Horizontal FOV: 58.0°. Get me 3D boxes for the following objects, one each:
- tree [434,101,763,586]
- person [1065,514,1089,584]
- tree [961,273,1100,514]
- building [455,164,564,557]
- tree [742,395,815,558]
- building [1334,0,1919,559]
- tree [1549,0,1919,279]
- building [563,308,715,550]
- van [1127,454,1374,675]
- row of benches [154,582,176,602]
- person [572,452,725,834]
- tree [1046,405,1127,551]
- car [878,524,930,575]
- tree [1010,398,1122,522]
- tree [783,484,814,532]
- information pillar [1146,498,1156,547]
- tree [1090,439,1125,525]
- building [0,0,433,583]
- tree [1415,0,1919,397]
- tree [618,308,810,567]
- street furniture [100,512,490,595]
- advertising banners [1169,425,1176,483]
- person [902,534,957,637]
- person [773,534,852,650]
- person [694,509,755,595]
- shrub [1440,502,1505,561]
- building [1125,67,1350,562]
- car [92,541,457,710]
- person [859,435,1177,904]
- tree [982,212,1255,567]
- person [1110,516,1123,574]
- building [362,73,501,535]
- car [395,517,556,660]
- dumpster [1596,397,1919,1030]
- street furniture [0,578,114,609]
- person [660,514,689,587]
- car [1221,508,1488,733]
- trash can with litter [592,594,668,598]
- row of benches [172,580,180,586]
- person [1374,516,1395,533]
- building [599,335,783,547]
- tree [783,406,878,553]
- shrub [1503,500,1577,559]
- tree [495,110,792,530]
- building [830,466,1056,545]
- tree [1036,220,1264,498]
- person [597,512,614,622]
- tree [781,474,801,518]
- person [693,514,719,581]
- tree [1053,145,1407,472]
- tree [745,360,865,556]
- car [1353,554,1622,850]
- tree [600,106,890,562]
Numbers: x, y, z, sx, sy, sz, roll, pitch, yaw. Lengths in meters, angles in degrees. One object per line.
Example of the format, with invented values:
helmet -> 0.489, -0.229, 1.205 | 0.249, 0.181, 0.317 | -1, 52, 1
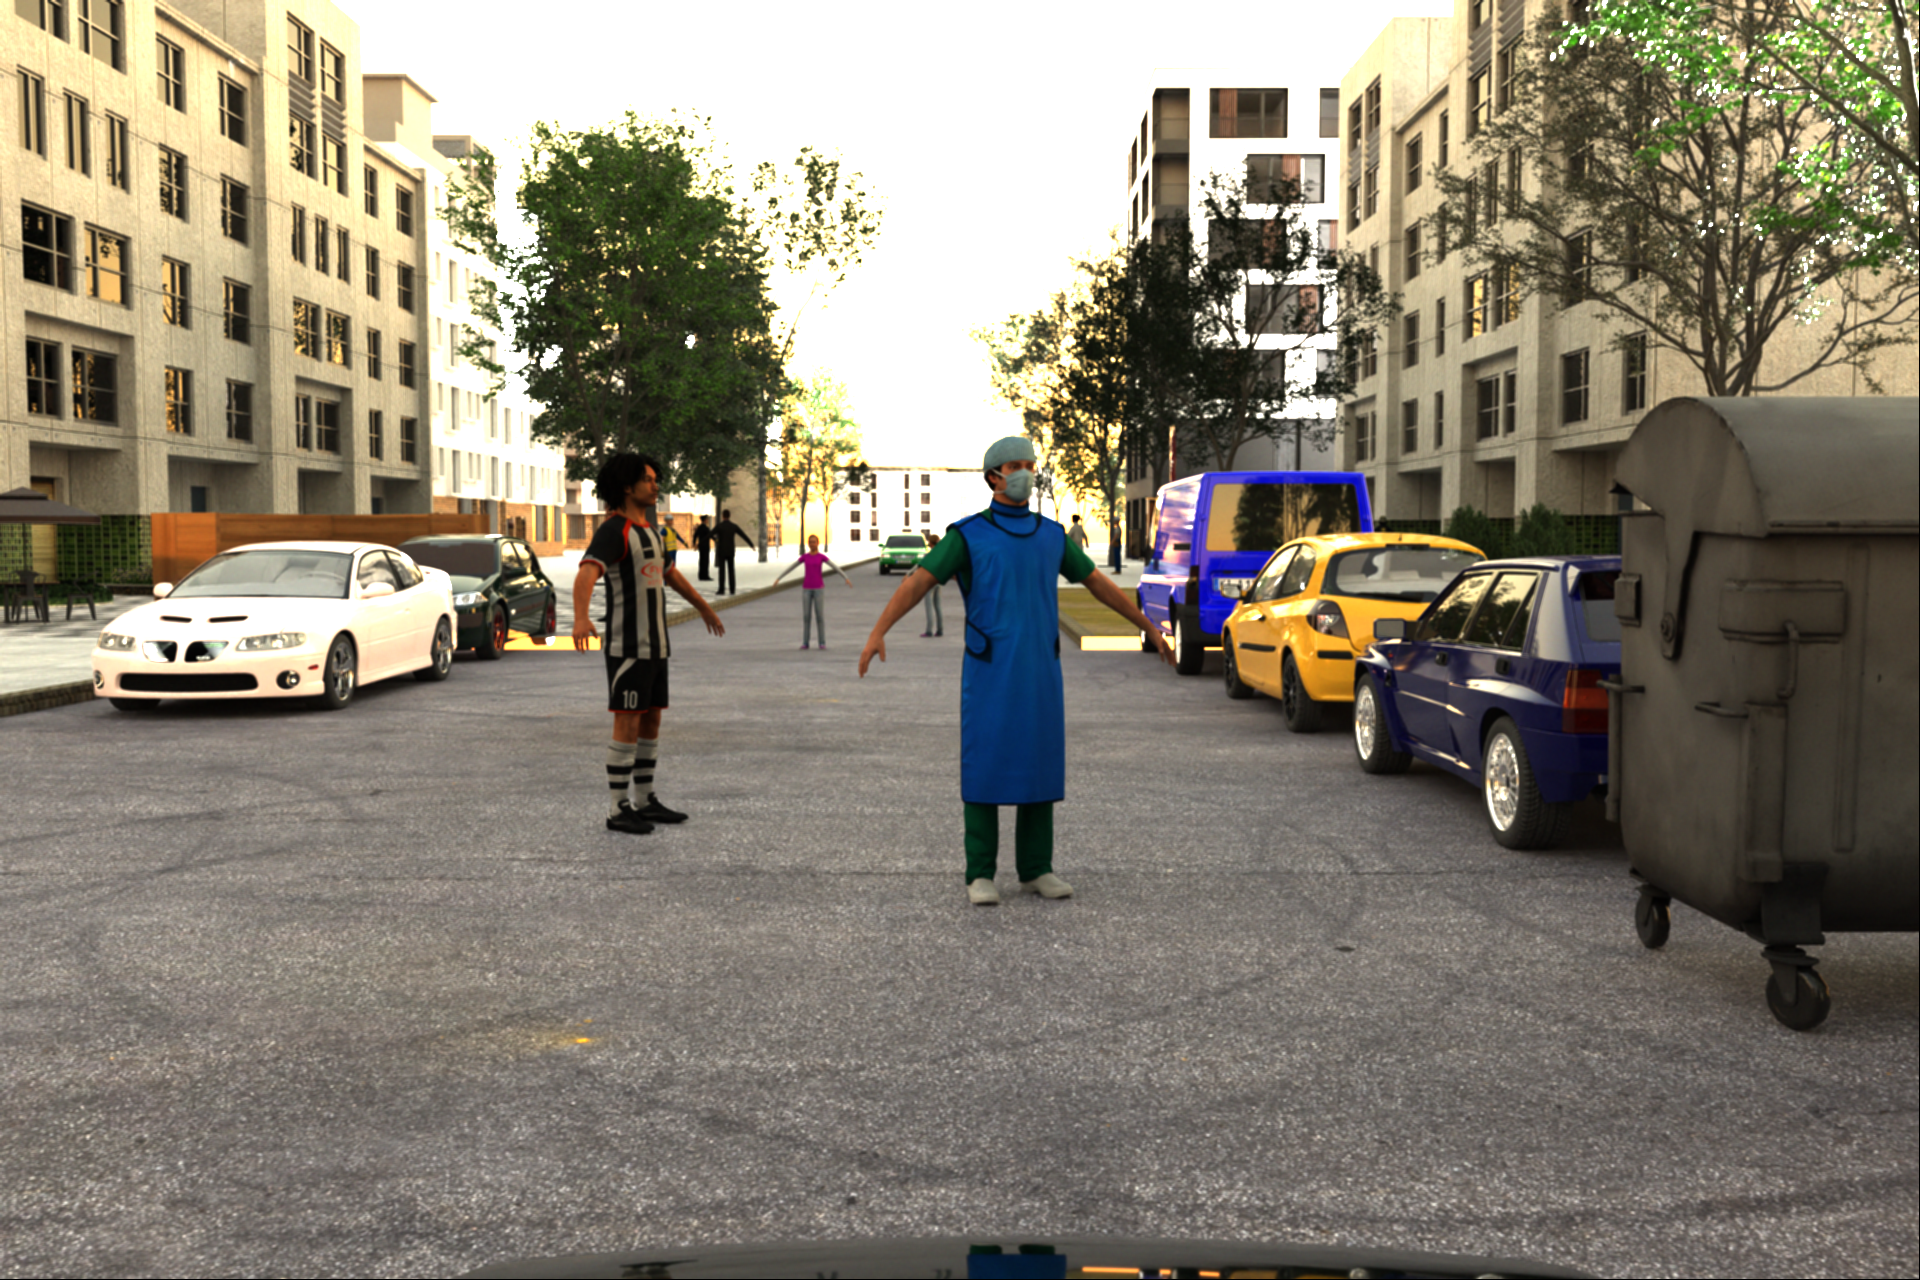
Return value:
tree -> -8.734, -7.171, 42.995 | 9.928, 11.665, 9.643 | 0, 3, 0
person -> 2.978, -2.377, 45.051 | 0.705, 1.806, 1.347 | 3, 5, 41
tree -> 6.525, -16.554, 126.550 | 12.611, 20.169, 13.585 | 0, 3, 0
building -> -28.516, -14.290, 90.067 | 16.016, 20.090, 11.380 | 0, 4, -1
tree -> -9.643, -8.601, 90.986 | 4.360, 8.622, 3.978 | 0, 3, 0
building -> 23.098, -11.362, 52.226 | 16.747, 18.905, 31.486 | 0, 4, 0
tree -> 9.008, -5.466, 15.120 | 9.928, 11.665, 9.643 | 0, 3, 0
building -> -27.396, -17.664, 145.227 | 16.016, 20.090, 11.380 | 0, 4, 0
van -> 3.135, -0.909, 19.251 | 2.240, 2.365, 5.245 | 0, 3, 0
row of benches -> -9.023, -0.443, 22.707 | 4.104, 0.672, 1.422 | 2, 4, 32
person -> -1.552, 0.011, 8.427 | 0.704, 1.843, 1.345 | 1, 4, 19
tree -> 6.233, -8.385, 87.464 | 4.737, 8.622, 4.395 | 0, 3, 0
car -> -1.939, -3.272, 62.286 | 1.959, 1.807, 4.718 | 0, 4, 0
tree -> 6.550, -10.952, 113.482 | 8.767, 10.594, 7.601 | 1, 4, 11
tree -> -19.965, -16.443, 219.203 | 4.360, 8.622, 3.978 | 0, 3, 0
information pillar -> 3.957, -1.889, 35.385 | 0.304, 2.012, 0.304 | 0, 4, 0
tree -> 21.241, -19.048, 218.095 | 9.857, 13.997, 8.962 | 0, 3, 0
building -> -29.136, -11.363, 52.242 | 16.747, 18.905, 31.486 | 0, 4, 0
tree -> 13.067, -7.271, 29.246 | 12.009, 13.543, 11.850 | 0, 3, 0
tree -> -9.486, -8.082, 66.550 | 8.767, 10.594, 7.601 | 1, 4, 11
street furniture -> -14.063, -1.990, 39.391 | 11.010, 1.723, 9.812 | 2, 4, 25
advertising banners -> 3.400, -1.995, 28.806 | 0.090, 3.025, 2.074 | 0, 4, -1
person -> -0.408, -0.760, 24.156 | 0.991, 1.433, 0.599 | -3, 5, -42
person -> -1.825, -0.594, 21.442 | 0.991, 1.433, 0.599 | 0, 4, 5
person -> -4.961, -1.865, 36.712 | 1.346, 1.802, 0.704 | -2, 4, -25
shrub -> 11.810, -2.199, 40.371 | 1.690, 2.028, 1.600 | 0, 3, 0
building -> 22.581, -15.193, 92.379 | 27.936, 21.610, 32.646 | 0, 4, 0
car -> -5.956, -0.198, 15.595 | 2.083, 1.381, 4.827 | 0, 3, 0
person -> 0.214, 0.109, 6.797 | 1.347, 1.817, 0.704 | -1, 4, -23
tree -> 5.882, -9.595, 67.241 | 12.009, 13.543, 11.850 | 0, 3, 0
person -> 5.003, -3.026, 55.326 | 0.705, 1.847, 1.347 | 1, 4, 14
building -> -27.733, -13.217, 72.518 | 16.016, 20.090, 11.380 | 0, 4, 1
car -> -6.107, -0.683, 20.951 | 2.009, 1.686, 4.222 | 0, 4, 0
dumpster -> 3.112, 0.168, 5.468 | 1.865, 1.857, 1.264 | 0, 4, 0
street furniture -> -20.547, -0.879, 29.991 | 10.072, 0.657, 5.734 | 0, 4, 2
person -> -7.026, -2.193, 42.320 | 0.721, 1.772, 1.216 | 2, 4, 27
car -> 3.196, -0.227, 13.933 | 2.015, 1.641, 3.980 | 0, 4, -1
trash can with litter -> -6.679, -1.492, 35.446 | 1.678, 1.210, 2.233 | 0, 4, 1
row of benches -> -9.842, -0.661, 26.264 | 1.422, 0.672, 4.104 | 3, 4, 38
person -> 13.200, -2.958, 54.140 | 1.354, 1.856, 0.705 | 0, 4, 6
building -> -28.835, -21.393, 180.709 | 19.493, 23.208, 18.063 | 0, 4, 0
tree -> -8.966, -11.312, 119.356 | 7.601, 10.594, 8.767 | -3, 4, -36
shrub -> 12.789, -2.062, 38.140 | 1.690, 2.028, 1.600 | 0, 3, 0
tree -> -9.454, -8.942, 52.862 | 9.857, 13.997, 8.962 | 0, 3, 0
building -> -2.090, -16.567, 215.469 | 28.070, 9.664, 9.099 | 0, 4, -7
tree -> 5.784, -7.221, 52.474 | 7.601, 10.594, 8.767 | -1, 4, -21
person -> -5.064, -1.163, 25.200 | 0.705, 1.806, 1.347 | -3, 5, -40
tree -> -22.526, -17.003, 212.413 | 7.601, 10.594, 8.767 | 0, 4, -7
person -> -7.034, -2.561, 47.812 | 0.705, 1.837, 1.347 | -3, 5, -42
tree -> 6.422, -6.619, 42.633 | 8.767, 10.594, 7.601 | 0, 4, 7
tree -> -9.241, -10.827, 102.781 | 9.928, 11.665, 9.643 | 0, 3, 0
car -> 3.297, 0.206, 9.217 | 1.945, 1.354, 3.894 | 0, 4, -1
tree -> -10.348, -13.616, 78.518 | 12.611, 20.169, 13.585 | 0, 3, 0
